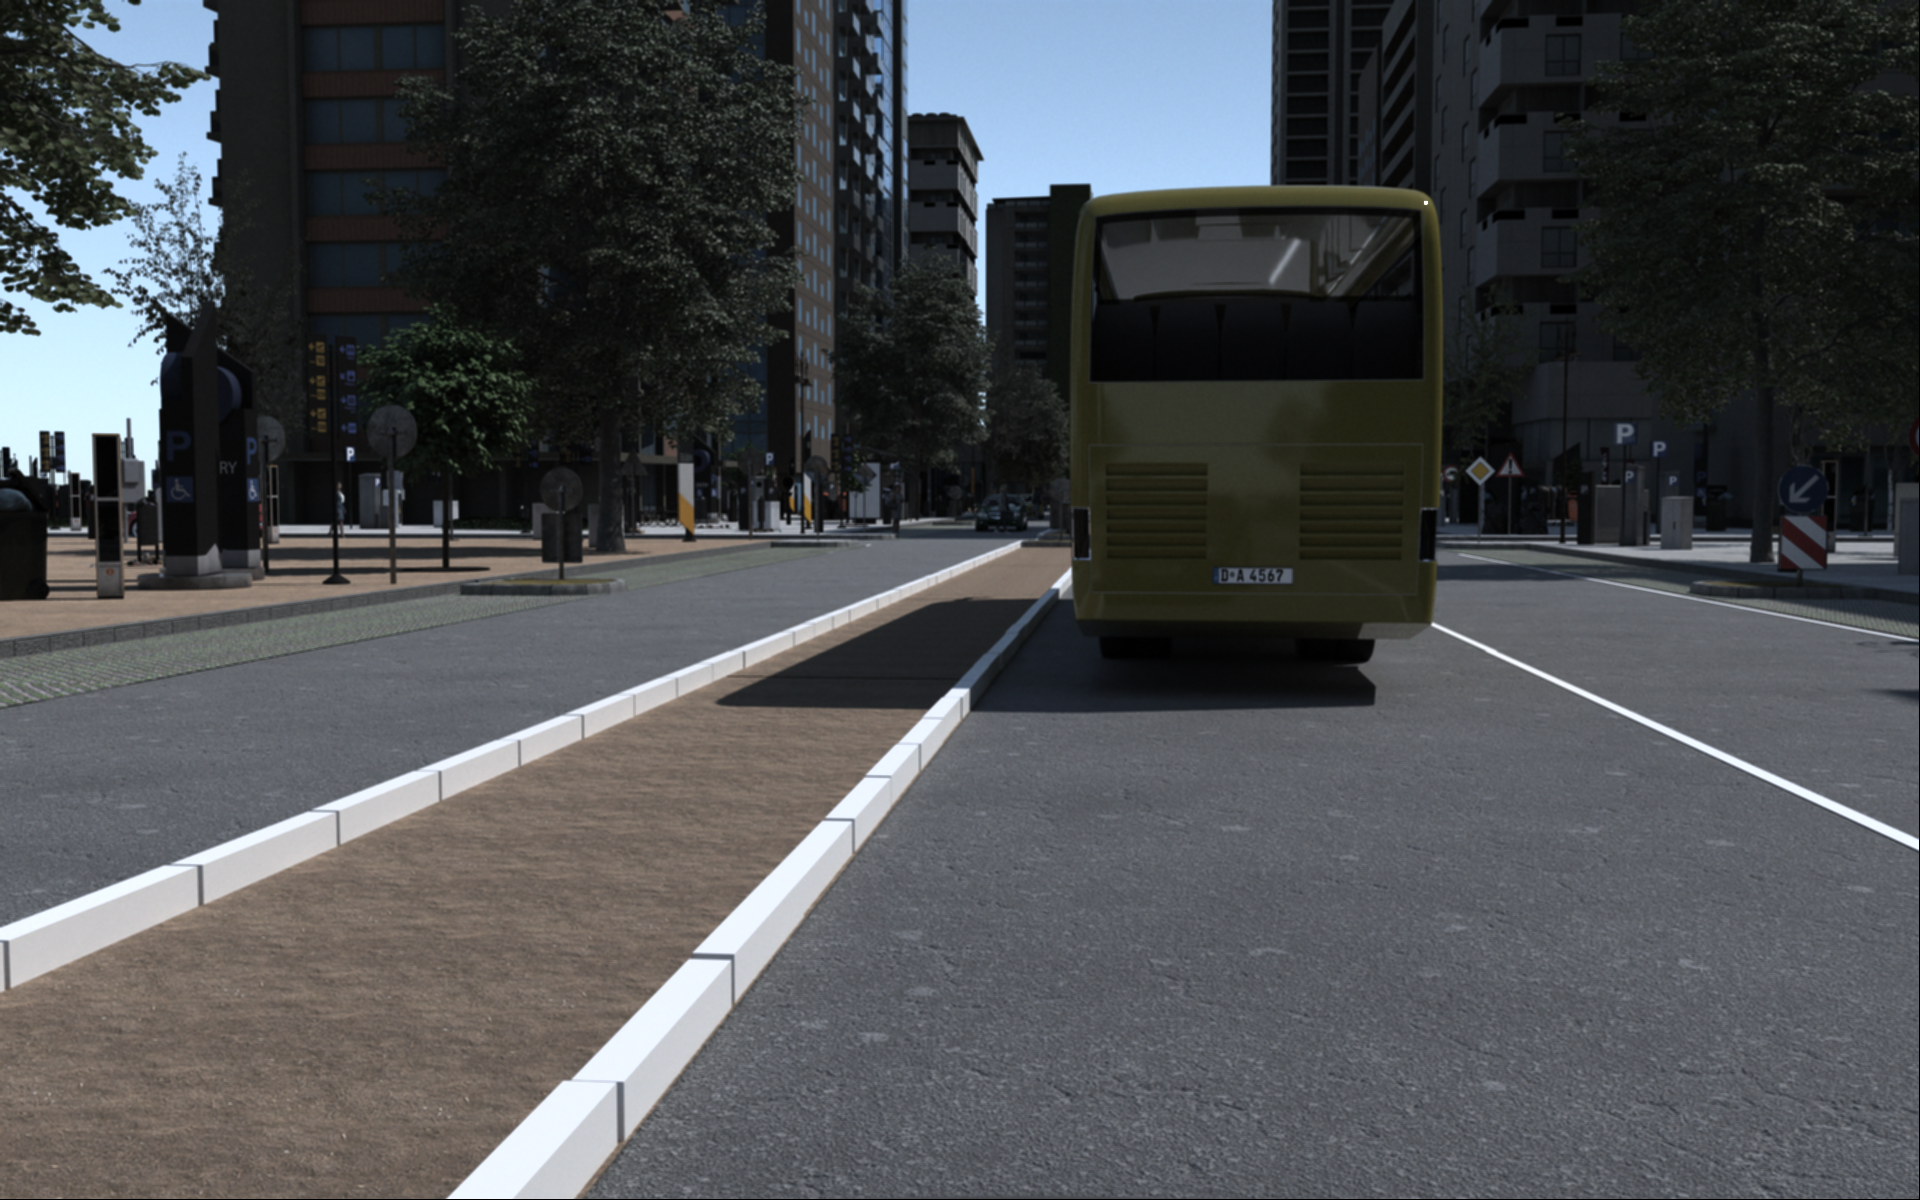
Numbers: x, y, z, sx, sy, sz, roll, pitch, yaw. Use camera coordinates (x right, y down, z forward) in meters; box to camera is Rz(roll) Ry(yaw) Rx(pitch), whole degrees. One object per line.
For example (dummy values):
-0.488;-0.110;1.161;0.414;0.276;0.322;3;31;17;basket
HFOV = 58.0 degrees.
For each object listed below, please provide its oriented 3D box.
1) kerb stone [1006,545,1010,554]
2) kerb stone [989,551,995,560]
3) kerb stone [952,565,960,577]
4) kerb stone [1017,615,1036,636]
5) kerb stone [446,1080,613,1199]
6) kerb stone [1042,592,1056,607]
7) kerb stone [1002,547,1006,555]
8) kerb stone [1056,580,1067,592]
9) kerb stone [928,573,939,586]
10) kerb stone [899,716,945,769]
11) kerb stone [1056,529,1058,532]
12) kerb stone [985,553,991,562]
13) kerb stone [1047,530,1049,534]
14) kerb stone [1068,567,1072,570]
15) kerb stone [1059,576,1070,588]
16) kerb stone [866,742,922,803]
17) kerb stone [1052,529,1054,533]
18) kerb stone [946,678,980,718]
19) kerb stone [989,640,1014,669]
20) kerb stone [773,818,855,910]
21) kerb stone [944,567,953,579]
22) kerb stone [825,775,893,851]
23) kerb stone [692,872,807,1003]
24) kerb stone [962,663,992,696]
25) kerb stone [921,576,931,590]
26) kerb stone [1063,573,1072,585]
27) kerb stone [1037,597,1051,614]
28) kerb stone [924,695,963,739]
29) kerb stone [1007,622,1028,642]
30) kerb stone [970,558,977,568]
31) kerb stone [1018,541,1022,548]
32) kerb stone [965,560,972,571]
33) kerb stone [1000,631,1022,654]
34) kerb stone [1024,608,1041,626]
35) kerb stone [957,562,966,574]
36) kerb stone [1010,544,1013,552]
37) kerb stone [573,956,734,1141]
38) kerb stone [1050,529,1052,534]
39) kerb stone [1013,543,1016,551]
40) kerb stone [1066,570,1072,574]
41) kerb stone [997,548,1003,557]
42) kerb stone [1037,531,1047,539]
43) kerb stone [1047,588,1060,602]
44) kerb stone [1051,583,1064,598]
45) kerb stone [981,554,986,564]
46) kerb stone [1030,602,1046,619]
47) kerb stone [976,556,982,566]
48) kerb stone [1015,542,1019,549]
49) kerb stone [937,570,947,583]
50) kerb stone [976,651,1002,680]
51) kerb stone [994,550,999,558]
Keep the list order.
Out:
1.025;-1.159;41.163;0.120;0.150;1.000;0;4;6;kerb stone
0.597;-0.911;37.091;0.120;0.150;1.000;0;4;6;kerb stone
-0.154;-0.474;29.941;0.120;0.150;1.000;0;4;6;kerb stone
0.649;0.283;17.564;0.120;0.150;1.000;0;4;6;kerb stone
-0.860;1.156;3.290;0.120;0.150;1.000;0;4;6;kerb stone
1.080;0.035;21.648;0.120;0.150;1.000;0;4;6;kerb stone
0.916;-1.098;40.147;0.120;0.150;1.000;0;4;6;kerb stone
1.402;-0.153;24.719;0.120;0.150;1.000;0;4;6;kerb stone
-0.483;-0.287;26.887;0.120;0.150;1.000;0;4;6;kerb stone
-0.209;0.782;9.404;0.120;0.150;1.000;0;4;6;kerb stone
3.446;-2.560;64.148;0.120;0.150;1.000;0;4;6;kerb stone
0.485;-0.848;36.068;0.120;0.150;1.000;0;4;6;kerb stone
2.805;-2.192;58.029;0.120;0.150;1.000;0;4;6;kerb stone
1.843;-0.404;28.796;0.120;0.150;1.000;0;4;6;kerb stone
1.512;-0.217;25.741;0.120;0.150;1.000;0;4;6;kerb stone
-0.321;0.845;8.388;0.120;0.150;1.000;0;4;6;kerb stone
3.125;-2.378;61.092;0.120;0.150;1.000;0;4;6;kerb stone
0.007;0.659;11.453;0.120;0.150;1.000;0;4;6;kerb stone
0.330;0.471;14.502;0.120;0.150;1.000;0;4;6;kerb stone
-0.537;0.979;6.355;0.120;0.150;1.000;0;4;6;kerb stone
-0.269;-0.411;28.926;0.120;0.150;1.000;0;4;6;kerb stone
-0.426;0.911;7.370;0.120;0.150;1.000;0;4;6;kerb stone
-0.637;1.032;5.337;0.120;0.150;1.000;0;4;6;kerb stone
0.111;0.597;12.470;0.120;0.150;1.000;0;4;6;kerb stone
-0.592;-0.221;25.869;0.120;0.150;1.000;0;4;6;kerb stone
1.621;-0.279;26.757;0.120;0.150;1.000;0;4;6;kerb stone
0.970;0.096;20.621;0.120;0.150;1.000;0;4;6;kerb stone
-0.107;0.719;10.433;0.120;0.150;1.000;0;4;6;kerb stone
0.530;0.345;16.549;0.120;0.150;1.000;0;4;6;kerb stone
0.160;-0.662;33.013;0.120;0.150;1.000;0;4;6;kerb stone
1.457;-1.409;45.239;0.120;0.150;1.000;0;4;6;kerb stone
0.057;-0.599;31.996;0.120;0.150;1.000;0;4;6;kerb stone
0.435;0.412;15.525;0.120;0.150;1.000;0;4;6;kerb stone
0.755;0.221;18.588;0.120;0.150;1.000;0;4;6;kerb stone
-0.048;-0.534;30.967;0.120;0.150;1.000;0;4;6;kerb stone
1.135;-1.214;42.180;0.120;0.150;1.000;0;4;6;kerb stone
-0.744;1.101;4.305;0.120;0.150;1.000;0;4;6;kerb stone
3.021;-2.317;60.071;0.120;0.150;1.000;0;4;6;kerb stone
1.245;-1.284;43.196;0.120;0.150;1.000;0;4;6;kerb stone
1.728;-0.342;27.780;0.120;0.150;1.000;0;4;6;kerb stone
0.808;-1.036;39.131;0.120;0.150;1.000;0;4;6;kerb stone
2.695;-2.129;57.012;0.120;0.150;1.000;0;4;6;kerb stone
1.191;-0.026;22.668;0.120;0.150;1.000;0;4;6;kerb stone
1.302;-0.091;23.689;0.120;0.150;1.000;0;4;6;kerb stone
0.380;-0.786;35.052;0.120;0.150;1.000;0;4;6;kerb stone
0.858;0.158;19.605;0.120;0.150;1.000;0;4;6;kerb stone
0.273;-0.724;34.034;0.120;0.150;1.000;0;4;6;kerb stone
1.344;-1.347;44.223;0.120;0.150;1.000;0;4;6;kerb stone
-0.369;-0.344;27.905;0.120;0.150;1.000;0;4;6;kerb stone
0.210;0.537;13.487;0.120;0.150;1.000;0;4;6;kerb stone
0.696;-0.973;38.108;0.120;0.150;1.000;0;4;6;kerb stone
